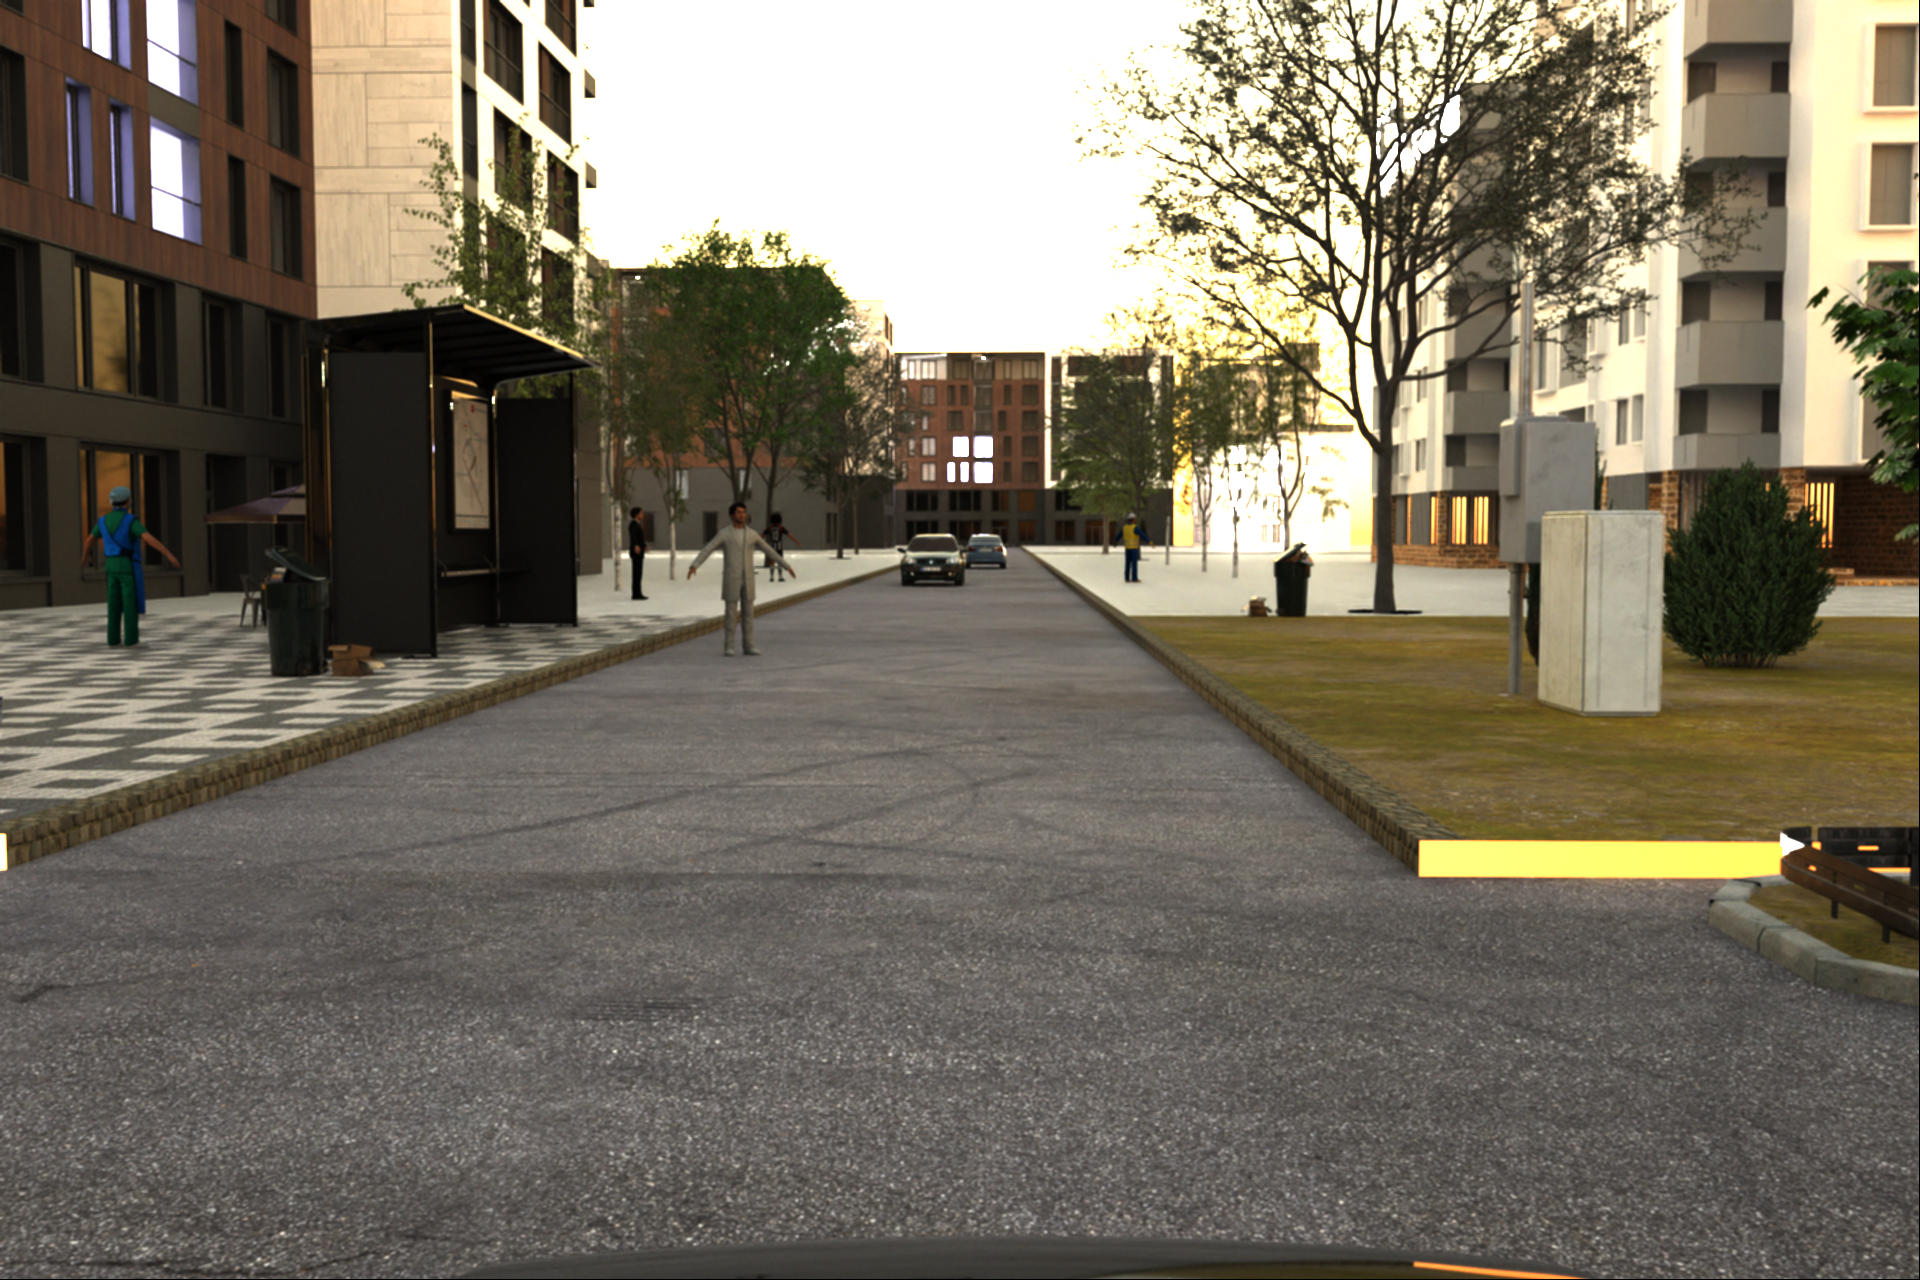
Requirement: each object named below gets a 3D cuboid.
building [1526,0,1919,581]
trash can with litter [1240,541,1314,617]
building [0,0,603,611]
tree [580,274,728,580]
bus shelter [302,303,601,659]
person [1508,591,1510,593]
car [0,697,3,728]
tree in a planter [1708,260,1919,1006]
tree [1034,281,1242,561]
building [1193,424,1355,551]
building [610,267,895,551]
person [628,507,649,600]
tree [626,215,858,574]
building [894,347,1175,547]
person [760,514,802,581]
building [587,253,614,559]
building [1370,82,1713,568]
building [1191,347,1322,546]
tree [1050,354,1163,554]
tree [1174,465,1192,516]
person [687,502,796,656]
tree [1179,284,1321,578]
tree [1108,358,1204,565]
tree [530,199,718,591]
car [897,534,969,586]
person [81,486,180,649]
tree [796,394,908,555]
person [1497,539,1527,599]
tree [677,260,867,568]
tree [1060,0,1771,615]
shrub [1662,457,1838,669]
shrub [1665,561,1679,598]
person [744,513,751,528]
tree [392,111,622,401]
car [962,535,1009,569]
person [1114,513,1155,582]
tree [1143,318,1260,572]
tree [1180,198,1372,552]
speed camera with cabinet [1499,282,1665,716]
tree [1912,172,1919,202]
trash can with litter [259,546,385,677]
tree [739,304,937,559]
[{"bbox_3d":[23.662,-12.147,55.023,16.016,20.090,11.380,0,4,1],"label":"building"},{"bbox_3d":[4.924,-0.949,26.909,1.055,1.170,0.624,0,4,1],"label":"trash can with litter"},{"bbox_3d":[-26.061,-11.967,39.639,27.936,21.610,32.646,0,4,2],"label":"building"},{"bbox_3d":[-7.889,-6.010,48.627,4.360,8.622,3.978,0,3,0],"label":"tree"},{"bbox_3d":[-5.846,-1.806,20.806,1.731,3.624,6.357,0,4,1],"label":"bus shelter"},{"bbox_3d":[12.007,-1.929,37.301,0.705,1.858,1.354,2,4,34],"label":"person"},{"bbox_3d":[-5.795,0.331,7.169,1.945,1.354,3.894,0,4,2],"label":"car"},{"bbox_3d":[3.727,-0.527,5.843,1.991,3.239,1.994,0,4,2],"label":"tree in a planter"},{"bbox_3d":[8.705,-10.617,83.954,12.009,13.543,11.850,0,3,0],"label":"tree"},{"bbox_3d":[25.703,-12.470,146.024,9.099,9.664,28.070,0,4,1],"label":"building"},{"bbox_3d":[-20.598,-18.664,149.128,27.936,21.610,32.646,0,4,2],"label":"building"},{"bbox_3d":[-6.291,-1.696,33.913,0.705,1.806,1.347,0,4,-3],"label":"person"},{"bbox_3d":[-7.057,-7.947,55.691,9.928,11.665,9.643,0,3,0],"label":"tree"},{"bbox_3d":[7.675,-21.801,202.871,32.646,21.610,27.936,0,4,2],"label":"building"},{"bbox_3d":[-4.977,-2.498,46.987,1.345,1.843,0.704,0,4,6],"label":"person"},{"bbox_3d":[-26.687,-12.733,74.637,16.747,18.905,31.486,0,4,1],"label":"building"},{"bbox_3d":[23.580,-13.452,76.367,16.016,20.090,11.380,0,4,1],"label":"building"},{"bbox_3d":[29.634,-19.977,183.049,16.016,20.090,11.380,0,4,1],"label":"building"},{"bbox_3d":[9.305,-11.697,109.375,7.486,12.596,7.792,0,3,0],"label":"tree"},{"bbox_3d":[27.991,-16.119,197.965,7.601,10.594,8.767,0,4,1],"label":"tree"},{"bbox_3d":[-2.606,-0.725,20.501,1.347,1.806,0.705,-2,4,-28],"label":"person"},{"bbox_3d":[8.071,-6.152,50.952,4.360,8.622,3.978,0,3,0],"label":"tree"},{"bbox_3d":[8.717,-7.411,71.531,4.360,8.622,3.978,0,3,0],"label":"tree"},{"bbox_3d":[-7.985,-5.423,39.025,4.360,8.622,3.978,0,3,0],"label":"tree"},{"bbox_3d":[-0.740,-2.406,49.131,2.009,1.686,4.222,0,4,1],"label":"car"},{"bbox_3d":[-9.379,-0.815,19.460,1.347,1.817,0.704,1,4,18],"label":"person"},{"bbox_3d":[-6.739,-10.582,107.421,7.601,10.594,8.767,-2,4,-32],"label":"tree"},{"bbox_3d":[11.191,-1.732,34.597,0.705,1.796,1.348,-2,4,-29],"label":"person"},{"bbox_3d":[-7.098,-8.542,65.424,9.928,11.665,9.643,0,3,0],"label":"tree"},{"bbox_3d":[6.757,-7.170,27.592,12.009,13.543,11.850,0,3,0],"label":"tree"},{"bbox_3d":[7.521,-0.751,16.704,1.690,2.028,1.600,0,3,0],"label":"shrub"},{"bbox_3d":[11.416,-0.968,26.936,1.383,1.207,1.383,0,3,0],"label":"shrub"},{"bbox_3d":[-5.305,-2.267,43.201,0.705,1.813,1.348,0,4,-4],"label":"person"},{"bbox_3d":[-8.220,-4.936,31.074,4.737,8.622,4.395,0,3,0],"label":"tree"},{"bbox_3d":[1.060,-3.722,72.863,2.014,1.417,4.499,0,4,1],"label":"car"},{"bbox_3d":[4.586,-2.455,46.104,1.349,1.833,0.705,3,5,44],"label":"person"},{"bbox_3d":[8.366,-6.632,58.793,4.360,8.622,3.978,0,3,0],"label":"tree"},{"bbox_3d":[7.250,-5.335,37.584,4.360,8.622,3.978,0,3,0],"label":"tree"},{"bbox_3d":[4.653,-1.145,13.053,0.660,3.252,2.038,0,4,0],"label":"speed camera with cabinet"},{"bbox_3d":[18.660,-5.521,24.673,8.767,10.594,7.601,1,4,11],"label":"tree"},{"bbox_3d":[-5.789,-0.267,15.760,1.055,1.170,0.624,0,4,3],"label":"trash can with litter"},{"bbox_3d":[-6.113,-10.942,89.267,12.009,13.543,11.850,0,3,0],"label":"tree"}]
